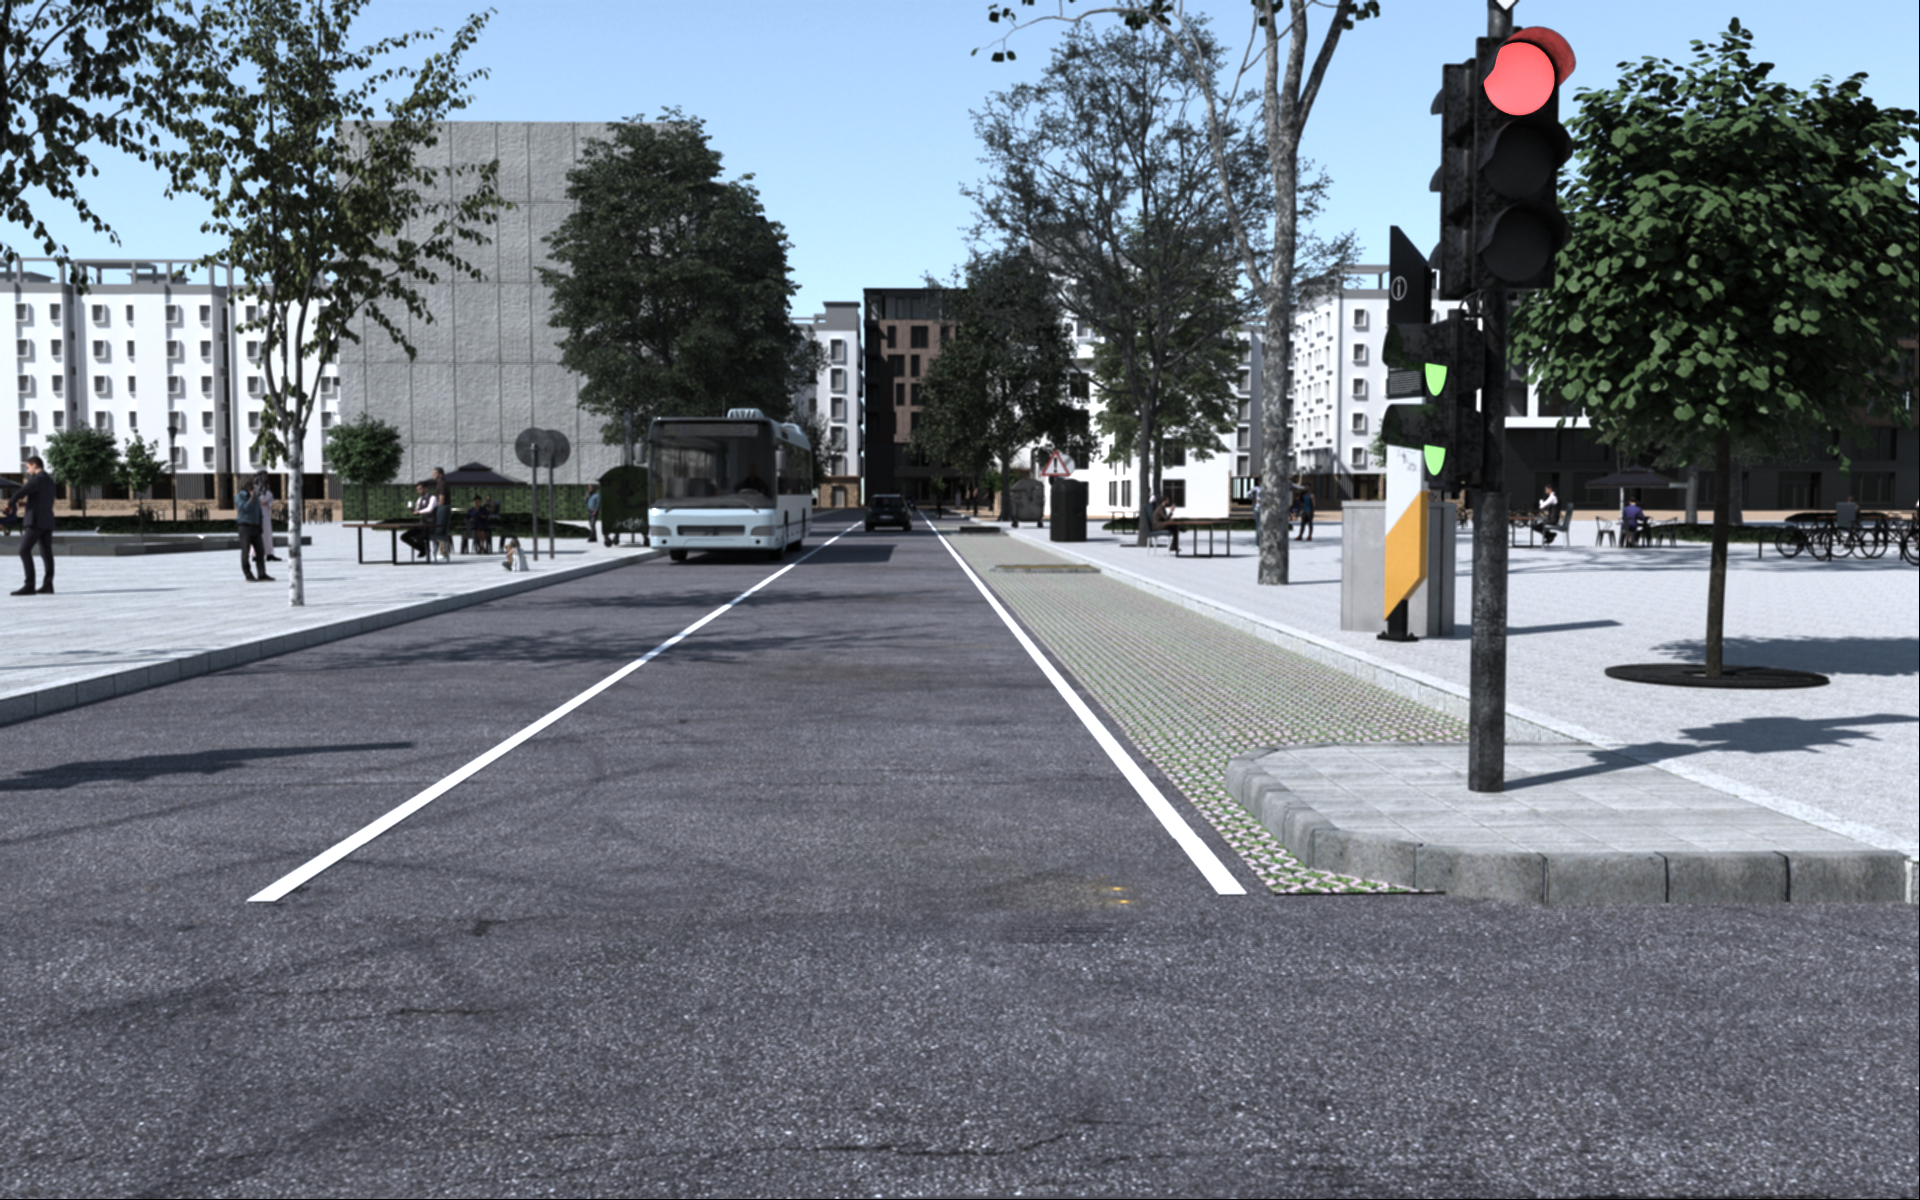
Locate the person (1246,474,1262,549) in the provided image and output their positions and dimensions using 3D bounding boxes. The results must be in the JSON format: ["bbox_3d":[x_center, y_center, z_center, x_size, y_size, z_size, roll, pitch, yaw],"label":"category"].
[{"bbox_3d":[7.023,-2.039,40.104,0.841,1.734,0.376,0,4,3],"label":"person"}]

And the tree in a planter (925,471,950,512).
[{"bbox_3d":[-1.778,-8.524,136.590,1.991,3.239,1.994,0,4,-2],"label":"tree in a planter"}]

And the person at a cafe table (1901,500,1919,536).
[{"bbox_3d":[30.138,-2.762,53.674,1.698,1.524,1.622,1,4,13],"label":"person at a cafe table"}]

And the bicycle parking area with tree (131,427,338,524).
[{"bbox_3d":[-31.162,-5.365,74.718,8.231,4.147,9.016,0,4,-3],"label":"bicycle parking area with tree"}]

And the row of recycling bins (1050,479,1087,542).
[{"bbox_3d":[2.980,-2.480,47.665,1.069,1.692,3.534,0,4,3],"label":"row of recycling bins"}]

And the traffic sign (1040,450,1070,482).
[{"bbox_3d":[2.819,-3.131,51.191,0.884,2.594,0.081,0,4,2],"label":"traffic sign"}]

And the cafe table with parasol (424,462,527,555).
[{"bbox_3d":[-10.347,-1.968,37.043,2.610,1.966,2.610,-3,5,-39],"label":"cafe table with parasol"}]

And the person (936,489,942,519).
[{"bbox_3d":[-1.279,-5.600,100.776,0.721,1.735,1.217,0,4,-5],"label":"person"}]

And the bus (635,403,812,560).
[{"bbox_3d":[-5.110,-2.774,40.209,2.948,3.499,13.247,0,4,-1],"label":"bus"}]

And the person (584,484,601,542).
[{"bbox_3d":[-9.772,-2.316,46.123,0.429,1.552,0.499,-1,4,-22],"label":"person"}]

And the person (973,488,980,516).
[{"bbox_3d":[0.974,-5.770,101.859,0.415,1.643,0.593,-1,4,-15],"label":"person"}]

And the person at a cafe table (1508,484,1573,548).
[{"bbox_3d":[13.799,-2.016,41.469,1.622,1.524,1.698,2,4,34],"label":"person at a cafe table"}]

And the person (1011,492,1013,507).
[{"bbox_3d":[3.760,-6.665,115.545,0.750,1.759,0.617,-1,4,-13],"label":"person"}]

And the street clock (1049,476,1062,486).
[{"bbox_3d":[3.192,-3.257,57.828,0.358,2.002,0.471,3,5,44],"label":"street clock"}]

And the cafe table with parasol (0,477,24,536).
[{"bbox_3d":[-28.279,-2.778,50.283,2.610,1.966,2.610,2,4,30],"label":"cafe table with parasol"}]

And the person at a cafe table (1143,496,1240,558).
[{"bbox_3d":[4.635,-1.505,35.461,1.726,1.238,1.698,2,4,28],"label":"person at a cafe table"}]

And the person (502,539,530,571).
[{"bbox_3d":[-7.375,-0.750,28.780,0.357,0.543,0.381,2,4,31],"label":"person"}]

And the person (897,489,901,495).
[{"bbox_3d":[-3.756,-6.117,109.221,0.721,1.736,1.217,2,4,25],"label":"person"}]

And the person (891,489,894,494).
[{"bbox_3d":[-5.622,-8.230,143.018,0.705,1.831,1.348,-1,4,-8],"label":"person"}]

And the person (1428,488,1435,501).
[{"bbox_3d":[7.096,-1.189,26.941,0.566,1.644,0.517,-2,4,-30],"label":"person"}]

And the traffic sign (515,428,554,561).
[{"bbox_3d":[-8.173,-2.029,33.276,0.768,2.556,0.104,0,4,3],"label":"traffic sign"}]

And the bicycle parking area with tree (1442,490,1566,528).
[{"bbox_3d":[20.443,-5.098,70.356,8.231,4.147,9.016,-3,5,-40],"label":"bicycle parking area with tree"}]

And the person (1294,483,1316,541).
[{"bbox_3d":[9.518,-2.437,47.759,0.662,1.594,0.647,-3,5,-43],"label":"person"}]

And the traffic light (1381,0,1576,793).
[{"bbox_3d":[2.261,-1.130,7.391,0.839,4.253,0.868,0,4,-2],"label":"traffic light"}]

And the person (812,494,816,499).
[{"bbox_3d":[-11.178,-7.372,126.553,1.348,1.826,0.705,1,4,12],"label":"person"}]

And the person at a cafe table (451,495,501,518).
[{"bbox_3d":[-18.467,-3.409,66.594,1.698,1.238,1.726,3,4,38],"label":"person at a cafe table"}]

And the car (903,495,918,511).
[{"bbox_3d":[-4.639,-8.388,149.720,1.945,1.354,3.894,0,4,-1],"label":"car"}]

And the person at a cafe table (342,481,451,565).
[{"bbox_3d":[-10.202,-1.438,32.023,1.698,1.524,1.622,3,4,36],"label":"person at a cafe table"}]

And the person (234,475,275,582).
[{"bbox_3d":[-10.366,-1.047,25.368,0.499,1.552,0.429,-3,5,-41],"label":"person"}]

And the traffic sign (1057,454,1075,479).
[{"bbox_3d":[3.250,-3.338,54.685,0.768,2.556,0.104,0,4,-1],"label":"traffic sign"}]

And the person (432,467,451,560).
[{"bbox_3d":[-10.129,-1.686,33.736,0.434,1.807,0.598,0,4,1],"label":"person"}]

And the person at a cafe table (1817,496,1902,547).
[{"bbox_3d":[21.991,-1.940,42.578,1.698,1.238,1.726,3,5,41],"label":"person at a cafe table"}]

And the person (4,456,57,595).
[{"bbox_3d":[-11.914,-0.958,22.156,0.568,1.767,0.683,0,4,-2],"label":"person"}]

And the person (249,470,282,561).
[{"bbox_3d":[-13.292,-1.608,32.999,0.621,1.740,0.551,-1,4,-13],"label":"person"}]

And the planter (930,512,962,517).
[{"bbox_3d":[-0.899,-5.390,109.270,1.991,0.319,1.994,0,4,-2],"label":"planter"}]

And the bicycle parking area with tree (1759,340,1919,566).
[{"bbox_3d":[20.261,-2.809,32.931,8.231,4.147,9.016,0,4,-5],"label":"bicycle parking area with tree"}]

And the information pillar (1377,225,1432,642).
[{"bbox_3d":[3.867,-1.446,14.991,0.183,3.616,0.504,-2,4,-24],"label":"information pillar"}]

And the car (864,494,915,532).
[{"bbox_3d":[-2.776,-3.531,67.521,2.009,1.686,4.222,0,4,0],"label":"car"}]

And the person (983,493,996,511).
[{"bbox_3d":[2.280,-7.588,130.114,0.705,1.822,1.348,3,5,43],"label":"person"}]

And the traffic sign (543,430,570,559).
[{"bbox_3d":[-8.086,-2.088,34.250,0.768,2.556,0.104,0,4,-1],"label":"traffic sign"}]

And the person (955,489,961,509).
[{"bbox_3d":[-0.155,-8.665,148.386,0.551,1.740,0.621,-1,4,-13],"label":"person"}]

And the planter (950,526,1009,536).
[{"bbox_3d":[0.650,-2.364,59.797,1.991,0.319,1.994,0,4,-2],"label":"planter"}]

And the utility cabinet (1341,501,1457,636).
[{"bbox_3d":[4.047,-0.296,16.004,1.020,1.237,0.306,3,5,41],"label":"utility cabinet"}]

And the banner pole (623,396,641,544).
[{"bbox_3d":[-8.451,-3.317,44.255,0.401,3.779,0.863,0,4,8],"label":"banner pole"}]

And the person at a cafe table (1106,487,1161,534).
[{"bbox_3d":[5.734,-2.885,55.678,1.622,1.524,1.698,-1,4,-14],"label":"person at a cafe table"}]

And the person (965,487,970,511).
[{"bbox_3d":[0.575,-7.718,132.244,0.705,1.823,1.348,-1,4,-9],"label":"person"}]
